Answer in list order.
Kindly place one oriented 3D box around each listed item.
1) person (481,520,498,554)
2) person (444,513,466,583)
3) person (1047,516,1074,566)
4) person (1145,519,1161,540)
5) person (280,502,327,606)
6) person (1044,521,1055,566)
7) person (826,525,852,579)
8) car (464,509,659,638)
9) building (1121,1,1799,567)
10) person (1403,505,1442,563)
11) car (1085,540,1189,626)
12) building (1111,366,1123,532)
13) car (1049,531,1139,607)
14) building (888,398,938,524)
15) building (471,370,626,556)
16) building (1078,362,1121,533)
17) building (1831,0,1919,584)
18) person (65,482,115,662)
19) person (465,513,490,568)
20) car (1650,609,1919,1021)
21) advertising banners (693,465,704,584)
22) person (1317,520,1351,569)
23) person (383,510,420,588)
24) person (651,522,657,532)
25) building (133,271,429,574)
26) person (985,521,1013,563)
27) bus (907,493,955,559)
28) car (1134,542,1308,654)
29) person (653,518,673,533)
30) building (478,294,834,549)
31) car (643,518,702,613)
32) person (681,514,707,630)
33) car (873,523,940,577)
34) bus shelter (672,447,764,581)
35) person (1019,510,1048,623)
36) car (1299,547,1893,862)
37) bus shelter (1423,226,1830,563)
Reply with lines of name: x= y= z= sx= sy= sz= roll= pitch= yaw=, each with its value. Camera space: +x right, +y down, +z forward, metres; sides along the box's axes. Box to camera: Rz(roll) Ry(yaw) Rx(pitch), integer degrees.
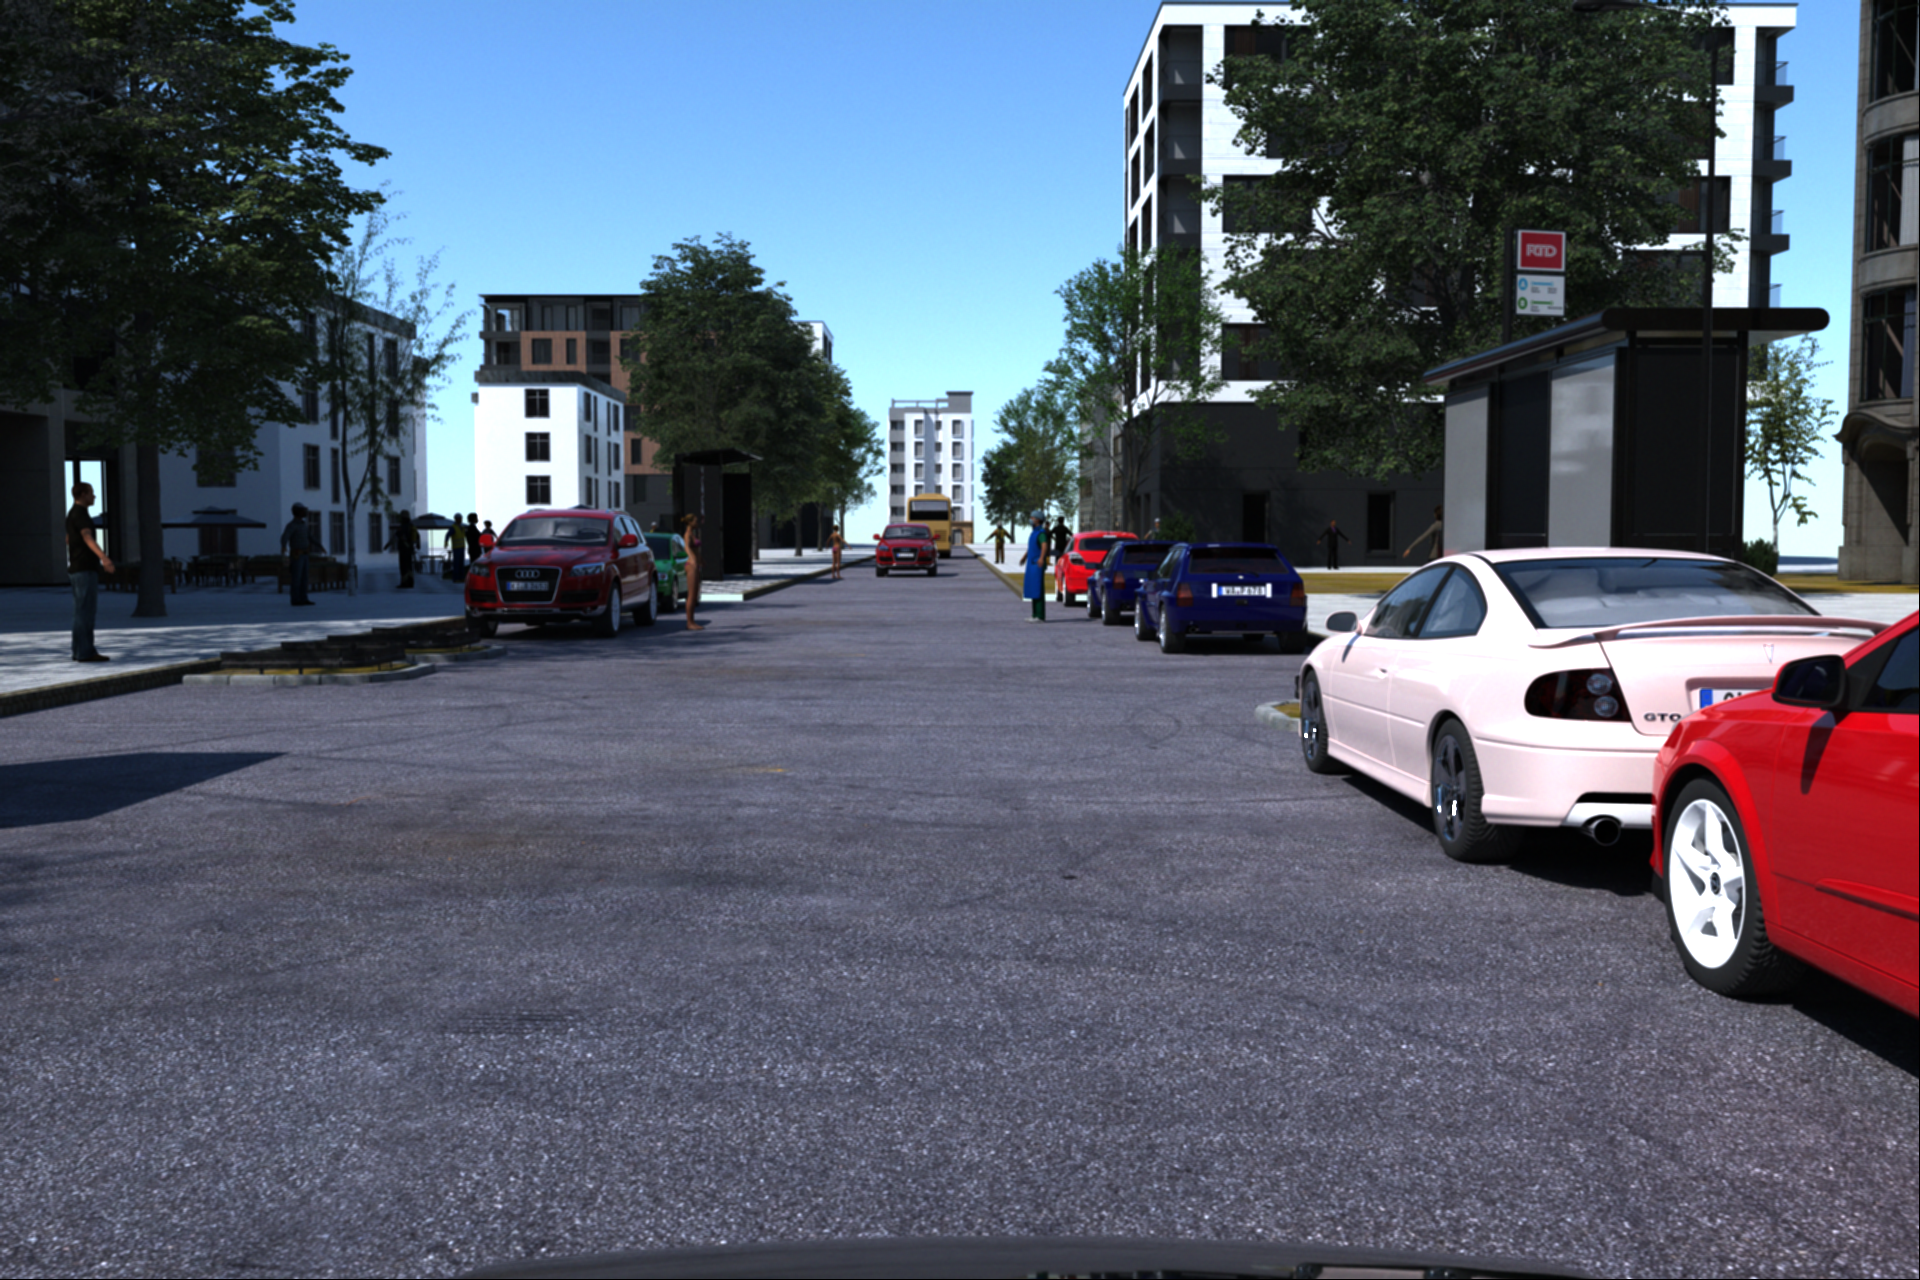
person: x=-18.915 y=-3.862 z=69.289 sx=1.345 sy=1.843 sz=0.704 roll=2 pitch=4 yaw=30
person: x=-13.150 y=-2.418 z=45.505 sx=0.705 sy=1.833 sz=1.349 roll=1 pitch=4 yaw=22
person: x=2.954 y=-2.704 z=50.392 sx=1.347 sy=1.806 sz=0.705 roll=2 pitch=4 yaw=31
person: x=7.208 y=-3.504 z=63.143 sx=1.347 sy=1.847 sz=0.705 roll=-1 pitch=4 yaw=-22
person: x=-11.847 y=-1.547 z=31.131 sx=0.704 sy=1.849 sz=1.345 roll=1 pitch=4 yaw=11
person: x=3.598 y=-3.941 z=70.573 sx=0.704 sy=1.812 sz=1.346 roll=-1 pitch=4 yaw=-21
person: x=-3.922 y=-2.851 z=55.873 sx=0.721 sy=1.733 sz=1.217 roll=-3 pitch=5 yaw=-44
car: x=-5.779 y=-1.036 z=25.607 sx=2.281 sy=1.827 sz=5.304 roll=0 pitch=4 yaw=-1
building: x=21.507 y=-14.638 z=83.301 sx=27.936 sy=21.610 sz=32.646 roll=0 pitch=4 yaw=-1
person: x=7.495 y=-1.254 z=27.257 sx=1.215 sy=1.744 sz=0.721 roll=-2 pitch=4 yaw=-25
car: x=3.074 y=-0.973 z=28.483 sx=1.945 sy=1.354 sz=3.894 roll=0 pitch=4 yaw=-1
building: x=24.148 y=-20.133 z=160.111 sx=19.493 sy=23.208 sz=18.063 roll=0 pitch=4 yaw=0
car: x=2.928 y=-1.622 z=35.567 sx=2.155 sy=1.783 sz=4.494 roll=0 pitch=3 yaw=0
building: x=-9.330 y=-22.865 z=232.715 sx=11.380 sy=20.090 sz=16.016 roll=0 pitch=4 yaw=-3
building: x=-24.389 y=-9.839 z=103.013 sx=9.099 sy=9.664 sz=28.070 roll=0 pitch=4 yaw=-1
building: x=22.311 y=-21.316 z=179.437 sx=19.493 sy=23.208 sz=18.063 roll=0 pitch=4 yaw=-1
building: x=29.002 y=-12.878 z=27.201 sx=14.369 sy=24.946 sz=33.146 roll=0 pitch=4 yaw=0
person: x=-8.795 y=-0.687 z=17.453 sx=0.705 sy=1.803 sz=1.348 roll=-3 pitch=4 yaw=-38
person: x=-10.438 y=-1.883 z=37.503 sx=0.721 sy=1.740 sz=1.216 roll=-2 pitch=4 yaw=-33
car: x=3.237 y=0.300 z=4.131 sx=2.155 sy=1.783 sz=4.494 roll=0 pitch=4 yaw=-1
advertising banners: x=-6.597 y=-2.899 z=43.586 sx=0.090 sy=3.025 sz=2.074 roll=0 pitch=4 yaw=1
person: x=13.538 y=-3.461 z=62.812 sx=1.346 sy=1.802 sz=0.704 roll=-1 pitch=4 yaw=-16
person: x=-13.148 y=-2.155 z=41.015 sx=0.705 sy=1.856 sz=1.354 roll=1 pitch=4 yaw=17
person: x=-12.743 y=-4.003 z=71.910 sx=1.216 sy=1.772 sz=0.721 roll=2 pitch=4 yaw=29
building: x=-26.296 y=-7.788 z=69.480 sx=9.099 sy=9.664 sz=28.070 roll=0 pitch=3 yaw=0
person: x=1.732 y=-4.276 z=75.673 sx=1.354 sy=1.858 sz=0.705 roll=-2 pitch=4 yaw=-24
bus: x=-1.761 y=-6.897 z=104.305 sx=2.896 sy=3.916 sz=12.252 roll=0 pitch=3 yaw=0
car: x=3.253 y=-0.583 z=22.107 sx=1.945 sy=1.354 sz=3.894 roll=0 pitch=4 yaw=-1
person: x=-9.865 y=-3.137 z=57.419 sx=1.348 sy=1.813 sz=0.705 roll=-1 pitch=4 yaw=-17
building: x=-27.057 y=-19.585 z=164.182 sx=27.936 sy=21.610 sz=32.646 roll=0 pitch=3 yaw=0
car: x=-6.057 y=-1.478 z=32.962 sx=1.959 sy=1.807 sz=4.718 roll=0 pitch=3 yaw=0
person: x=-3.948 y=-1.028 z=26.061 sx=0.721 sy=1.733 sz=1.217 roll=0 pitch=4 yaw=-2
car: x=-1.808 y=-3.107 z=59.473 sx=2.281 sy=1.827 sz=5.304 roll=0 pitch=4 yaw=0
bus shelter: x=-6.915 y=-3.594 z=50.053 sx=1.731 sy=3.624 sz=6.357 roll=0 pitch=4 yaw=1
person: x=1.222 y=-1.193 z=28.084 sx=0.704 sy=1.817 sz=1.347 roll=-1 pitch=4 yaw=-11
car: x=3.048 y=0.208 z=8.968 sx=2.083 sy=1.381 sz=4.827 roll=0 pitch=4 yaw=-1
bus shelter: x=6.951 y=-2.613 z=20.361 sx=2.179 sy=5.291 sz=8.768 roll=0 pitch=4 yaw=-1
